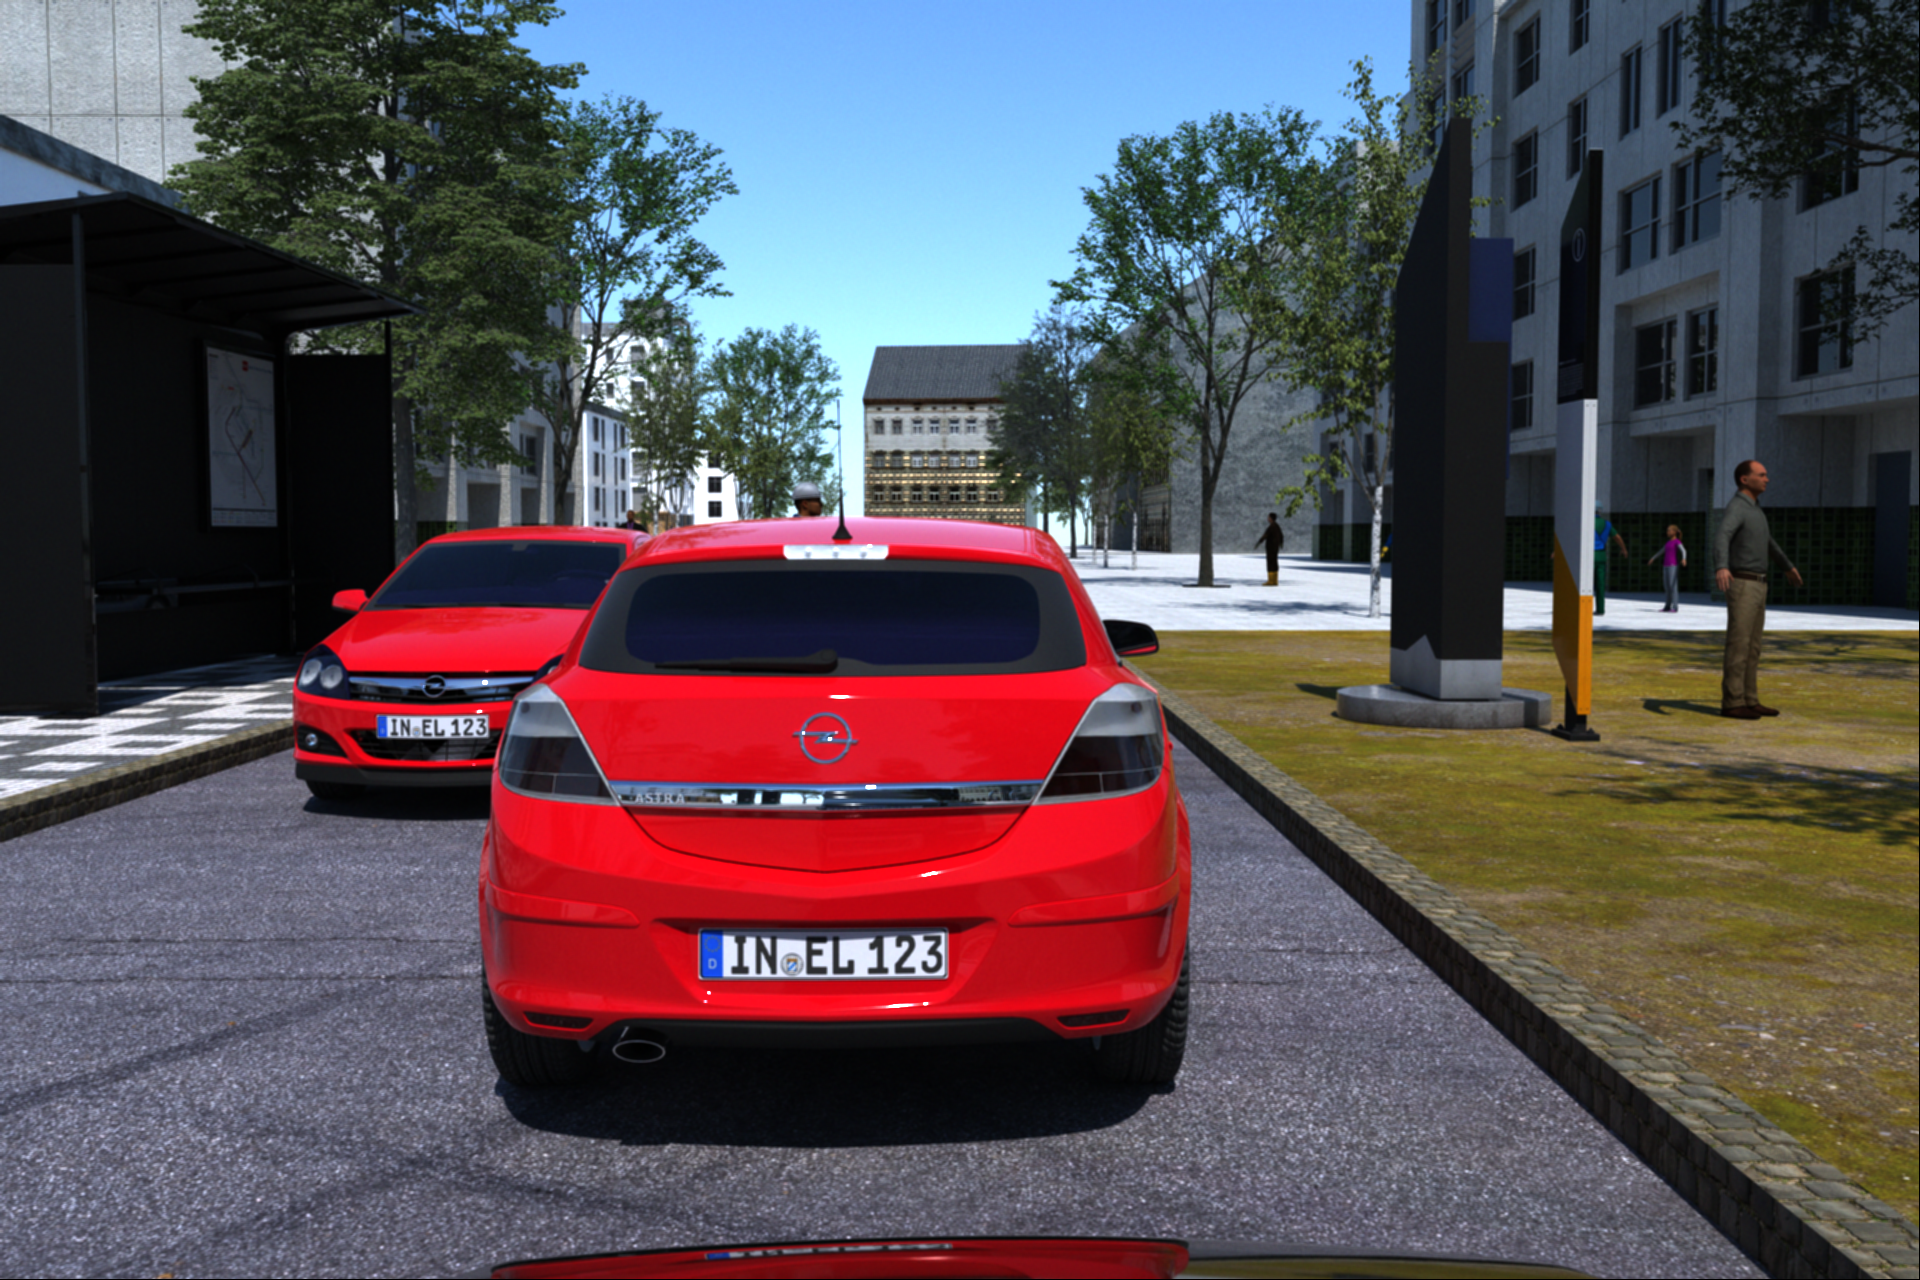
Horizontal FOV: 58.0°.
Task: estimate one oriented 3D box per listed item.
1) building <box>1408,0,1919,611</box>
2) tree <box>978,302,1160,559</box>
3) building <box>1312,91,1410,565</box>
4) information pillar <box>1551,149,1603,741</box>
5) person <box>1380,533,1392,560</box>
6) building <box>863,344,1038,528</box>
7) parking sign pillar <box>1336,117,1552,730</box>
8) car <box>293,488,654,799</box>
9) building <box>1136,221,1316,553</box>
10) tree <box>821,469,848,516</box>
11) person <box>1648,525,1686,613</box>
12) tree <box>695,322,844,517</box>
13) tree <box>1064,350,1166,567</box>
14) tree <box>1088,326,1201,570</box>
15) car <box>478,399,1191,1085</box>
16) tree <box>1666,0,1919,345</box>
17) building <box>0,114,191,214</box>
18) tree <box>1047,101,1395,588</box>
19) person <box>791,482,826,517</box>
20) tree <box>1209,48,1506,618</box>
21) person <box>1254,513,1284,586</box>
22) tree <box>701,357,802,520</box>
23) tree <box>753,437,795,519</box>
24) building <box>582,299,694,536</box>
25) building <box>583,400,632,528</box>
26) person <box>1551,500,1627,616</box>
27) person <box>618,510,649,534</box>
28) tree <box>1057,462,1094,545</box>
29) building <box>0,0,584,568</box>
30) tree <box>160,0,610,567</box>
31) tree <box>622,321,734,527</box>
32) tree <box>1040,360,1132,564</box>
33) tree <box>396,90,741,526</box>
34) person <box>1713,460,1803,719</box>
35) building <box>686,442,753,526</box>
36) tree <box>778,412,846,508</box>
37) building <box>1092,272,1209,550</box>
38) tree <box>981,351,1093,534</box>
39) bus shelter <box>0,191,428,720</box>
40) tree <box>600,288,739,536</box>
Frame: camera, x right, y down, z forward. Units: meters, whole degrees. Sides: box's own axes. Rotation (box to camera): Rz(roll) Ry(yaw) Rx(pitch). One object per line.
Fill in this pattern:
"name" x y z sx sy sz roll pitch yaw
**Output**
"building" 22.599 -10.561 39.130 16.747 18.905 31.486 0 4 0
"tree" 5.871 -11.019 90.530 12.009 13.543 11.850 0 3 0
"building" 26.247 -12.509 70.975 16.747 18.905 31.486 0 4 -1
"information pillar" 3.863 -1.192 10.850 0.183 3.616 0.504 0 4 -1
"person" 6.989 -1.253 26.463 1.349 1.833 0.705 -1 4 -17
"building" -0.684 -22.438 200.242 18.063 23.208 19.493 0 4 7
"parking sign pillar" 3.363 -1.436 11.953 1.447 3.967 1.447 0 4 -1
"car" -2.629 -0.102 10.709 2.155 1.783 4.494 0 4 -1
"building" 23.392 -18.048 126.016 19.493 23.208 18.063 0 4 -1
"tree" -14.752 -14.959 194.943 4.737 8.622 4.395 0 3 0
"person" 11.590 -1.168 28.359 0.599 1.433 0.991 -1 4 -11
"tree" -9.488 -9.774 85.556 9.928 11.665 9.643 0 3 0
"tree" 5.496 -7.146 67.205 4.360 8.622 3.978 0 3 0
"tree" 6.383 -6.804 61.608 4.737 8.622 4.395 0 3 0
"car" -0.327 0.186 5.994 2.155 1.783 4.494 0 4 -1
"tree" 10.145 -4.931 15.029 8.767 10.594 7.601 3 4 38
"building" -23.675 -6.192 43.384 9.099 9.664 28.070 0 3 0
"tree" 6.113 -7.081 41.532 9.928 11.665 9.643 0 3 0
"person" -1.154 -0.302 13.372 0.705 1.833 1.349 0 4 -3
"tree" 6.273 -4.664 26.620 4.737 8.622 4.395 0 3 0
"person" 7.693 -2.244 42.823 0.704 1.812 1.346 3 4 39
"tree" -9.008 -7.463 72.375 4.737 8.622 4.395 0 3 0
"tree" -22.247 -17.263 200.373 7.486 12.596 7.792 0 3 0
"building" -28.684 -17.397 140.853 16.016 20.090 11.380 0 4 0
"building" -27.734 -11.034 122.551 9.099 9.664 28.070 0 4 0
"person" 9.935 -1.290 27.212 1.347 1.817 0.704 -1 4 -14
"person" -7.145 -1.918 37.580 1.346 1.802 0.704 0 4 -3
"tree" 14.366 -16.644 197.889 9.928 11.665 9.643 0 3 0
"building" -27.498 -12.655 73.370 16.747 18.905 31.486 0 4 -1
"tree" -9.536 -6.768 28.784 7.486 12.596 7.792 0 3 0
"tree" -9.894 -6.728 60.366 4.737 8.622 4.395 0 3 0
"tree" 5.745 -7.499 72.976 4.360 8.622 3.978 0 3 0
"tree" -9.216 -7.007 40.326 9.928 11.665 9.643 0 3 0
"person" 5.529 -0.358 12.117 1.348 1.796 0.705 -3 5 -44
"building" -24.874 -14.013 171.265 9.099 9.664 28.070 0 4 -1
"tree" -9.540 -9.361 103.420 4.360 8.622 3.978 0 3 0
"building" 21.184 -19.314 146.718 19.493 23.208 18.063 0 4 0
"tree" 5.179 -11.543 106.858 7.486 12.596 7.792 0 3 0
"bus shelter" -6.471 -1.453 15.039 1.731 3.624 6.357 0 4 2
"tree" -9.456 -6.243 52.429 4.360 8.622 3.978 0 3 0
